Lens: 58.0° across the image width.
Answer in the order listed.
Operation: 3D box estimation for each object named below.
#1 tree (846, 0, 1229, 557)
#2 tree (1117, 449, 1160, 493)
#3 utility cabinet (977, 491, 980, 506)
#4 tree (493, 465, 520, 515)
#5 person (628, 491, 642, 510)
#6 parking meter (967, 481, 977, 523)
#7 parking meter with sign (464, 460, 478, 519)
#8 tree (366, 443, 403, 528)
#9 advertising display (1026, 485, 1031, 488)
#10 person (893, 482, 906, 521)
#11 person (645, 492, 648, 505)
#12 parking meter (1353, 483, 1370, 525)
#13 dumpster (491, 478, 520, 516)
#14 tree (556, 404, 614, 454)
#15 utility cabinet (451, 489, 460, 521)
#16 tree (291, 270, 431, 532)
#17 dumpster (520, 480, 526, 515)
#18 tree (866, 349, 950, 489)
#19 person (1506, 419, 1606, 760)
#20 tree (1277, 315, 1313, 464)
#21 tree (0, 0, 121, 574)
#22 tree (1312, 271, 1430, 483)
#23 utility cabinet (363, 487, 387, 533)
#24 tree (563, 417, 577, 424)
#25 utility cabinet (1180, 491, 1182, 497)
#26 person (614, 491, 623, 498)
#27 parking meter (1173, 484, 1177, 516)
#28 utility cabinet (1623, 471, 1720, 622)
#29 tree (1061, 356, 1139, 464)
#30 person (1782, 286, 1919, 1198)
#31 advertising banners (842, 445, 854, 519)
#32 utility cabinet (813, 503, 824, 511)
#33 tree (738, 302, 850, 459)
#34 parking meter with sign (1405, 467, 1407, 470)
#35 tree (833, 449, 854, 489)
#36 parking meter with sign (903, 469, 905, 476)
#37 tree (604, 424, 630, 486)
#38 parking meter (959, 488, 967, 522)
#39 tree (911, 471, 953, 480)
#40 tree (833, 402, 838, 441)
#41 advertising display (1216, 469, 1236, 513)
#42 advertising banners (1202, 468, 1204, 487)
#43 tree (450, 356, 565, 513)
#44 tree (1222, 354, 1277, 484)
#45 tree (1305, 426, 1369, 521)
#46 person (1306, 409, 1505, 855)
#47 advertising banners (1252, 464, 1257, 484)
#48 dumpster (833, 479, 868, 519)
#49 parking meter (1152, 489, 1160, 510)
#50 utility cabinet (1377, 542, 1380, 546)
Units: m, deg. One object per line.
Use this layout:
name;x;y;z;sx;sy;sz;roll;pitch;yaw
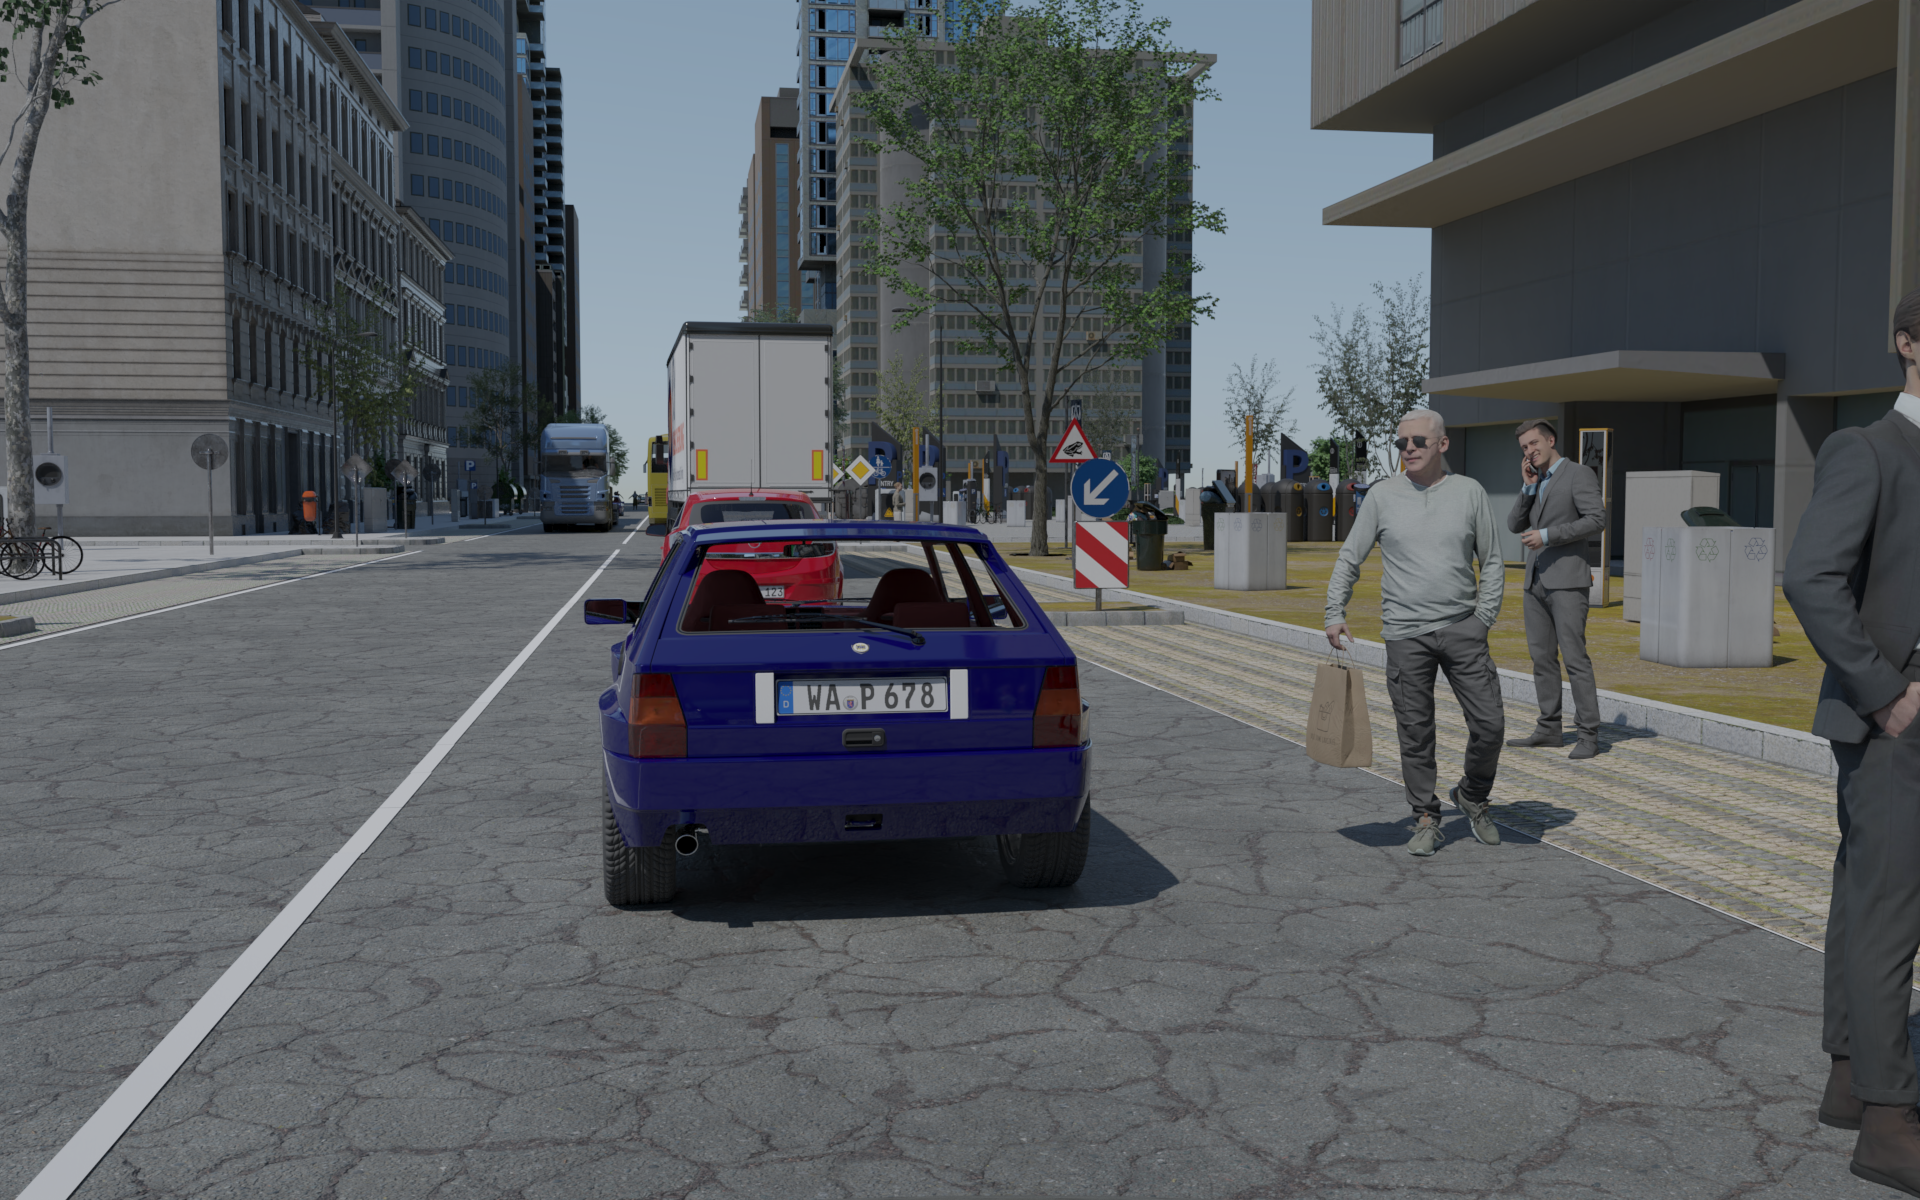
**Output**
tree;1.569;-6.702;35.341;9.928;11.665;9.643;0;3;0
tree;12.764;-8.641;124.997;4.285;4.588;4.351;0;3;0
utility cabinet;1.055;-7.351;128.866;0.318;1.500;1.173;-2;4;-34
tree;-27.693;-6.736;104.742;1.663;3.219;1.824;0;3;0
person;-29.344;-8.999;156.361;1.217;1.736;0.721;0;4;-3
parking meter;0.543;-4.381;77.341;0.399;1.863;0.255;-2;4;-31
parking meter with sign;-24.907;-5.642;88.506;0.543;3.016;1.738;-2;4;-23
tree;-21.886;-4.339;65.551;1.663;3.219;1.824;0;3;0
advertising display;4.865;-7.182;122.635;0.123;1.923;0.974;-1;4;-11
person;-1.684;-2.400;48.282;0.362;1.759;0.519;-1;4;-9
person;-40.361;-13.088;223.158;0.621;1.740;0.551;-2;4;-25
parking meter;9.460;-1.982;40.811;0.372;1.533;0.369;0;3;0
dumpster;-26.851;-6.070;101.732;1.502;2.255;1.985;-1;4;-10
tree;-43.337;-16.677;198.424;9.928;11.665;9.643;0;3;0
utility cabinet;-23.435;-4.392;80.493;0.318;1.500;1.173;-1;4;-11
tree;-19.960;-6.579;57.927;4.737;8.622;4.395;0;3;0
dumpster;-28.061;-6.497;108.725;1.502;2.255;1.985;-1;4;-10
tree;-2.736;-8.480;89.013;4.737;8.622;4.395;0;3;0
person;3.258;-0.076;9.549;0.447;1.846;0.655;-1;4;-21
tree;15.129;-7.076;66.057;4.360;8.622;3.978;0;3;0
tree;-16.542;-10.527;28.007;12.611;20.169;13.585;0;3;0
tree;14.414;-6.576;57.887;4.360;8.622;3.978;0;3;0
utility cabinet;-19.339;-2.976;57.333;0.318;1.500;1.173;0;4;4
tree;-37.815;-13.271;167.335;4.360;8.622;3.978;0;3;0
utility cabinet;15.333;-6.946;122.253;0.318;1.500;1.173;2;4;28
person;-32.281;-9.434;163.266;1.217;1.766;0.721;1;4;8
parking meter;12.602;-5.825;100.950;0.255;1.863;0.399;1;4;21
utility cabinet;6.922;-0.501;16.865;0.318;1.500;1.173;-1;4;-8
tree;7.649;-8.639;91.613;4.360;8.622;3.978;0;3;0
person;2.110;0.252;3.742;0.474;1.900;0.648;3;5;44
advertising banners;-4.118;-4.109;63.377;0.090;3.025;2.074;0;4;7
utility cabinet;-6.888;-4.317;81.744;1.020;1.237;0.306;2;4;29
tree;-11.455;-12.710;114.463;9.857;13.997;8.962;0;3;0
parking meter with sign;27.399;-6.683;105.525;0.543;3.016;1.738;0;4;-7
tree;-4.840;-4.652;70.668;1.663;3.219;1.824;0;3;0
parking meter with sign;-4.258;-7.573;120.076;0.543;3.016;1.738;1;4;12
tree;-56.606;-22.039;278.462;7.486;12.596;7.792;0;3;0
parking meter;0.135;-4.270;78.231;0.372;1.533;0.369;0;3;0
tree;-1.431;-5.043;77.053;1.663;3.219;1.824;0;3;0
tree;-9.649;-9.448;104.843;4.360;8.622;3.978;0;3;0
advertising display;6.924;-2.438;45.082;0.123;1.923;0.974;2;4;33
advertising banners;15.999;-7.293;115.432;0.090;3.025;2.074;1;4;22
tree;-30.210;-11.111;116.085;8.767;10.594;7.601;1;4;14
tree;15.687;-8.653;91.836;4.360;8.622;3.978;0;3;0
tree;18.140;-6.139;84.094;4.285;4.588;4.351;0;3;0
person;1.797;0.123;6.969;0.782;1.767;0.515;1;4;11
advertising banners;17.214;-6.225;97.961;0.090;3.025;2.074;-3;5;-41
dumpster;-4.141;-3.699;66.235;1.264;1.857;1.865;-1;4;-10
parking meter;9.244;-4.486;81.762;0.372;1.533;0.369;0;3;0
utility cabinet;10.718;-1.919;42.546;0.306;1.237;1.020;-2;4;-33
